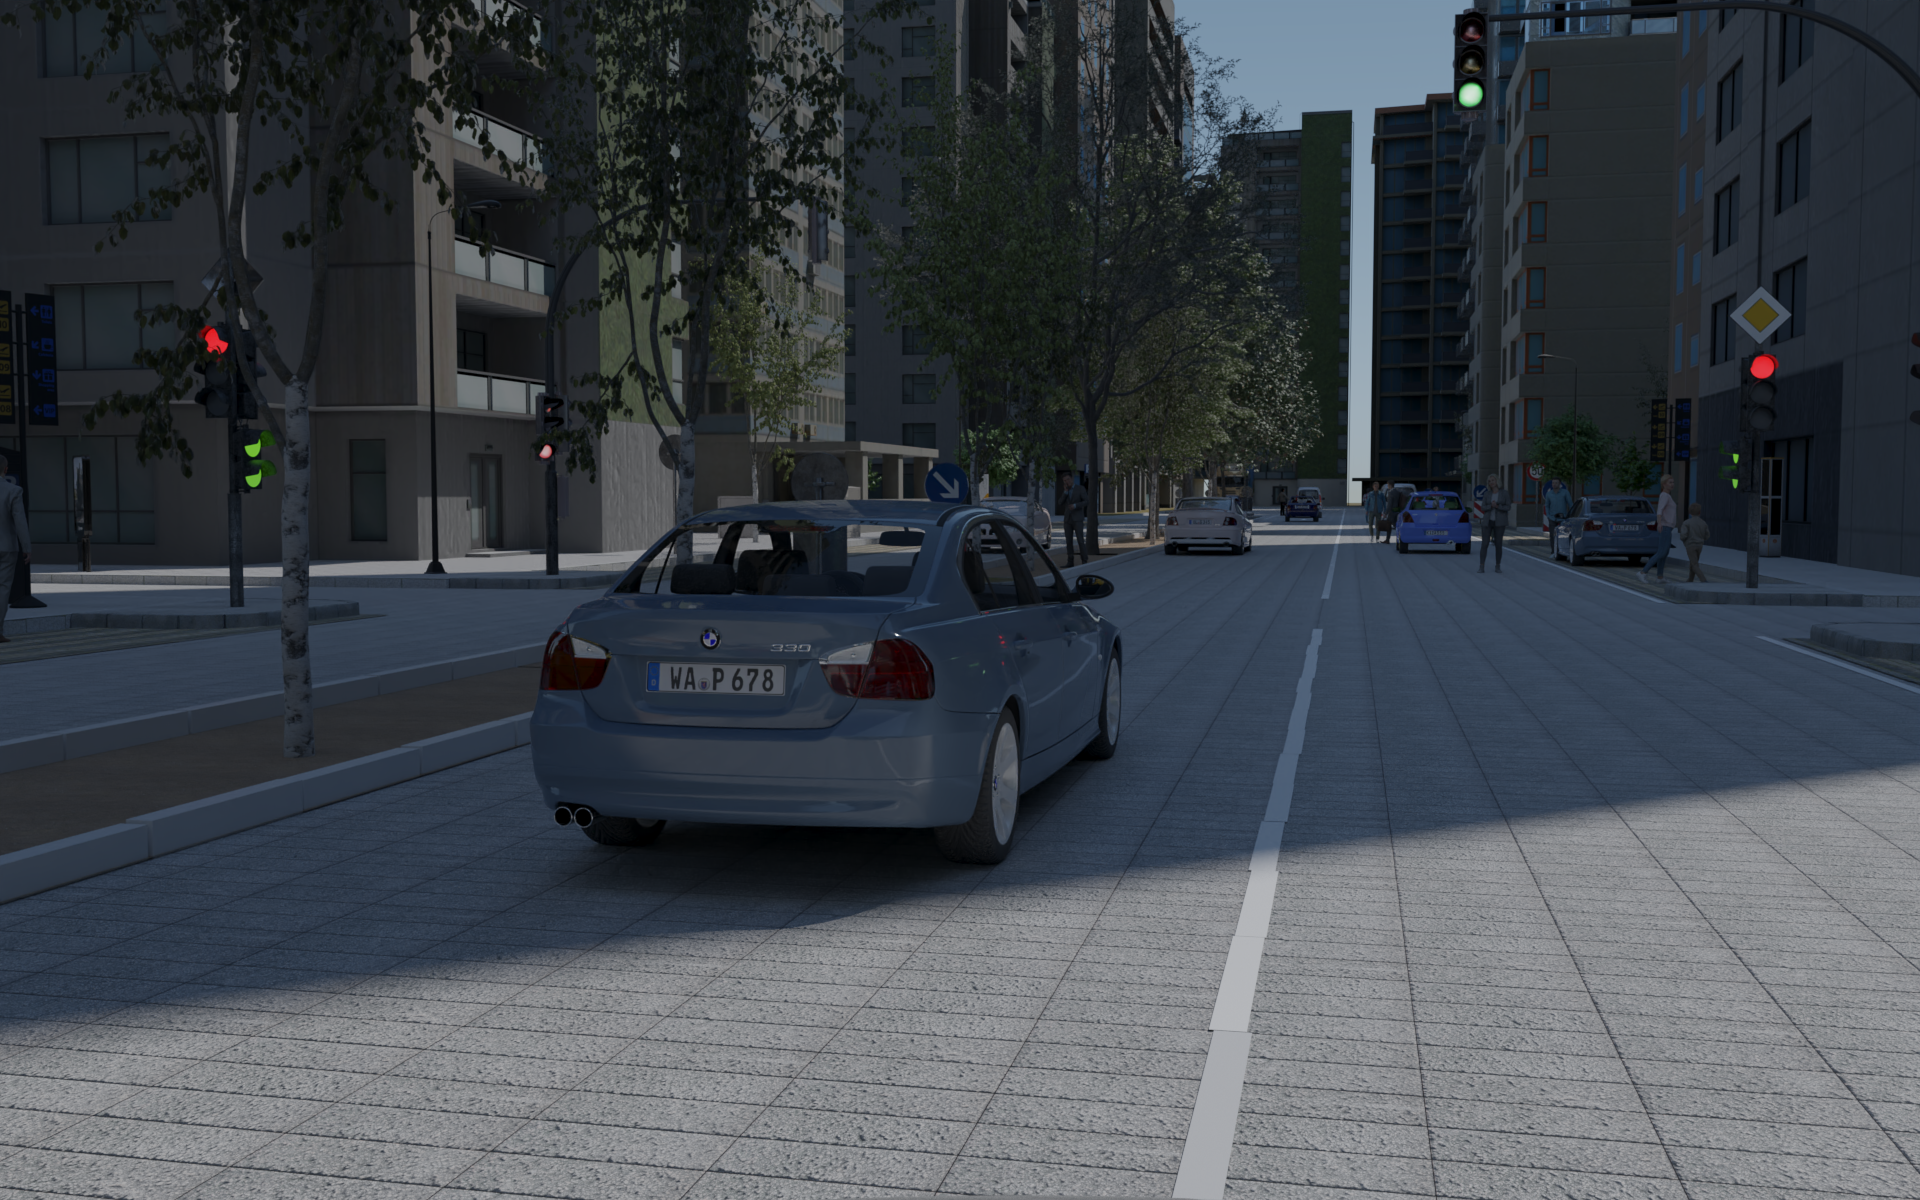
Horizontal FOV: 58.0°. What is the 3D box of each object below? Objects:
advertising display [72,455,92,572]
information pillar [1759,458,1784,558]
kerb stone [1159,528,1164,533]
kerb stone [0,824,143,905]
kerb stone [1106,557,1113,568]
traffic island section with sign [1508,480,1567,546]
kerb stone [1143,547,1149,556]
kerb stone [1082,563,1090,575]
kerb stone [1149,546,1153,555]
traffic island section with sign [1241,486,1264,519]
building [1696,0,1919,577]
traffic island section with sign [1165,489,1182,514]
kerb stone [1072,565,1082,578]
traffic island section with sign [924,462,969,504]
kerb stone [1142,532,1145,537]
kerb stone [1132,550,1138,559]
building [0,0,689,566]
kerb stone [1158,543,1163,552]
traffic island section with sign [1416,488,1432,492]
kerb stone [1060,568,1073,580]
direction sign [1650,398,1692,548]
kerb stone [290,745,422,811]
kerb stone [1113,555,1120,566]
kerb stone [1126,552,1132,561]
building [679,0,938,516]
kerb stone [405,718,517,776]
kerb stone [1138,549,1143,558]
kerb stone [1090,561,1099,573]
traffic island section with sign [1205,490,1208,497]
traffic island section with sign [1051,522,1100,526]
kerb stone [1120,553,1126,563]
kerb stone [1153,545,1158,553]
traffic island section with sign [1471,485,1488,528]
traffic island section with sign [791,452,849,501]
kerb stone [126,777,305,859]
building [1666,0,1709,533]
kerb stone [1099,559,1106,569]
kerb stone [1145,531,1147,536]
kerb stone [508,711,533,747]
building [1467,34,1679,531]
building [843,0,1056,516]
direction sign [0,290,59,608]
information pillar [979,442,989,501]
[{"bbox_3d":[-14.554,-1.438,28.731,0.123,1.923,0.974,-3,4,-36],"label":"advertising display"},{"bbox_3d":[16.390,-1.865,34.992,0.304,2.012,0.304,-1,4,-11],"label":"information pillar"},{"bbox_3d":[7.721,-2.638,65.327,0.120,0.150,1.000,1,4,13],"label":"kerb stone"},{"bbox_3d":[-3.347,0.983,6.307,0.120,0.150,1.000,1,4,13],"label":"kerb stone"},{"bbox_3d":[2.823,-0.710,33.843,0.120,0.150,1.000,1,4,13],"label":"kerb stone"},{"bbox_3d":[16.335,-2.419,48.179,1.989,1.847,2.006,1,4,13],"label":"traffic island section with sign"},{"bbox_3d":[4.169,-1.080,39.852,0.120,0.150,1.000,1,4,13],"label":"kerb stone"},{"bbox_3d":[2.145,-0.529,30.848,0.120,0.150,1.000,1,4,13],"label":"kerb stone"},{"bbox_3d":[4.386,-1.136,40.852,0.120,0.150,1.000,1,4,13],"label":"kerb stone"},{"bbox_3d":[16.370,-5.559,99.033,2.006,1.907,1.989,1,4,13],"label":"traffic island section with sign"},{"bbox_3d":[26.617,-36.208,30.257,20.611,71.187,20.563,1,4,13],"label":"building"},{"bbox_3d":[16.103,-7.225,126.758,1.989,1.847,2.006,1,4,13],"label":"traffic island section with sign"},{"bbox_3d":[1.923,-0.468,29.846,0.120,0.150,1.000,1,4,13],"label":"kerb stone"},{"bbox_3d":[-0.054,-1.075,25.705,2.006,1.907,1.989,1,4,13],"label":"traffic island section with sign"},{"bbox_3d":[5.926,-2.147,57.324,0.120,0.150,1.000,1,4,13],"label":"kerb stone"},{"bbox_3d":[3.718,-0.958,37.858,0.120,0.150,1.000,1,4,13],"label":"kerb stone"},{"bbox_3d":[-14.939,-21.556,36.034,14.154,41.232,14.086,1,4,13],"label":"building"},{"bbox_3d":[4.838,-1.263,42.852,0.120,0.150,1.000,1,4,13],"label":"kerb stone"},{"bbox_3d":[33.096,-6.990,122.920,1.989,1.847,2.006,1,4,13],"label":"traffic island section with sign"},{"bbox_3d":[1.697,-0.407,28.844,0.120,0.150,1.000,1,4,13],"label":"kerb stone"},{"bbox_3d":[16.860,-3.006,41.149,0.876,3.537,0.379,2,4,28],"label":"direction sign"},{"bbox_3d":[-2.906,0.856,8.302,0.120,0.150,1.000,1,4,13],"label":"kerb stone"},{"bbox_3d":[3.045,-0.773,34.841,0.120,0.150,1.000,1,4,13],"label":"kerb stone"},{"bbox_3d":[3.487,-0.896,36.851,0.120,0.150,1.000,1,4,13],"label":"kerb stone"},{"bbox_3d":[-17.760,-22.781,64.350,32.217,40.220,23.993,1,4,13],"label":"building"},{"bbox_3d":[-2.682,0.788,9.305,0.120,0.150,1.000,1,4,13],"label":"kerb stone"},{"bbox_3d":[3.935,-1.019,38.857,0.120,0.150,1.000,1,4,13],"label":"kerb stone"},{"bbox_3d":[2.372,-0.590,31.845,0.120,0.150,1.000,1,4,13],"label":"kerb stone"},{"bbox_3d":[22.010,-8.838,153.124,1.989,1.847,2.006,1,4,13],"label":"traffic island section with sign"},{"bbox_3d":[5.275,-4.270,78.448,1.989,1.847,2.006,1,4,13],"label":"traffic island section with sign"},{"bbox_3d":[3.271,-0.835,35.846,0.120,0.150,1.000,1,4,13],"label":"kerb stone"},{"bbox_3d":[4.612,-1.199,41.848,0.120,0.150,1.000,1,4,13],"label":"kerb stone"},{"bbox_3d":[22.236,-4.028,74.483,1.989,1.847,2.006,1,4,13],"label":"traffic island section with sign"},{"bbox_3d":[-1.683,-0.633,18.478,2.006,1.907,1.989,1,4,13],"label":"traffic island section with sign"},{"bbox_3d":[-3.120,0.911,7.302,0.120,0.150,1.000,1,4,13],"label":"kerb stone"},{"bbox_3d":[28.619,-24.326,47.837,14.600,45.320,14.200,1,4,13],"label":"building"},{"bbox_3d":[2.592,-0.651,32.844,0.120,0.150,1.000,1,4,13],"label":"kerb stone"},{"bbox_3d":[6.155,-2.209,58.321,0.120,0.150,1.000,1,4,13],"label":"kerb stone"},{"bbox_3d":[-2.451,0.727,10.303,0.120,0.150,1.000,1,4,13],"label":"kerb stone"},{"bbox_3d":[38.228,-14.224,77.601,27.650,21.520,28.899,1,4,13],"label":"building"},{"bbox_3d":[-2.751,-19.840,96.081,14.160,30.474,14.107,1,4,13],"label":"building"},{"bbox_3d":[-10.541,-1.681,19.486,0.379,3.537,0.876,2,4,26],"label":"direction sign"},{"bbox_3d":[0.988,-4.962,72.484,0.183,3.616,0.504,-3,5,-44],"label":"information pillar"}]
